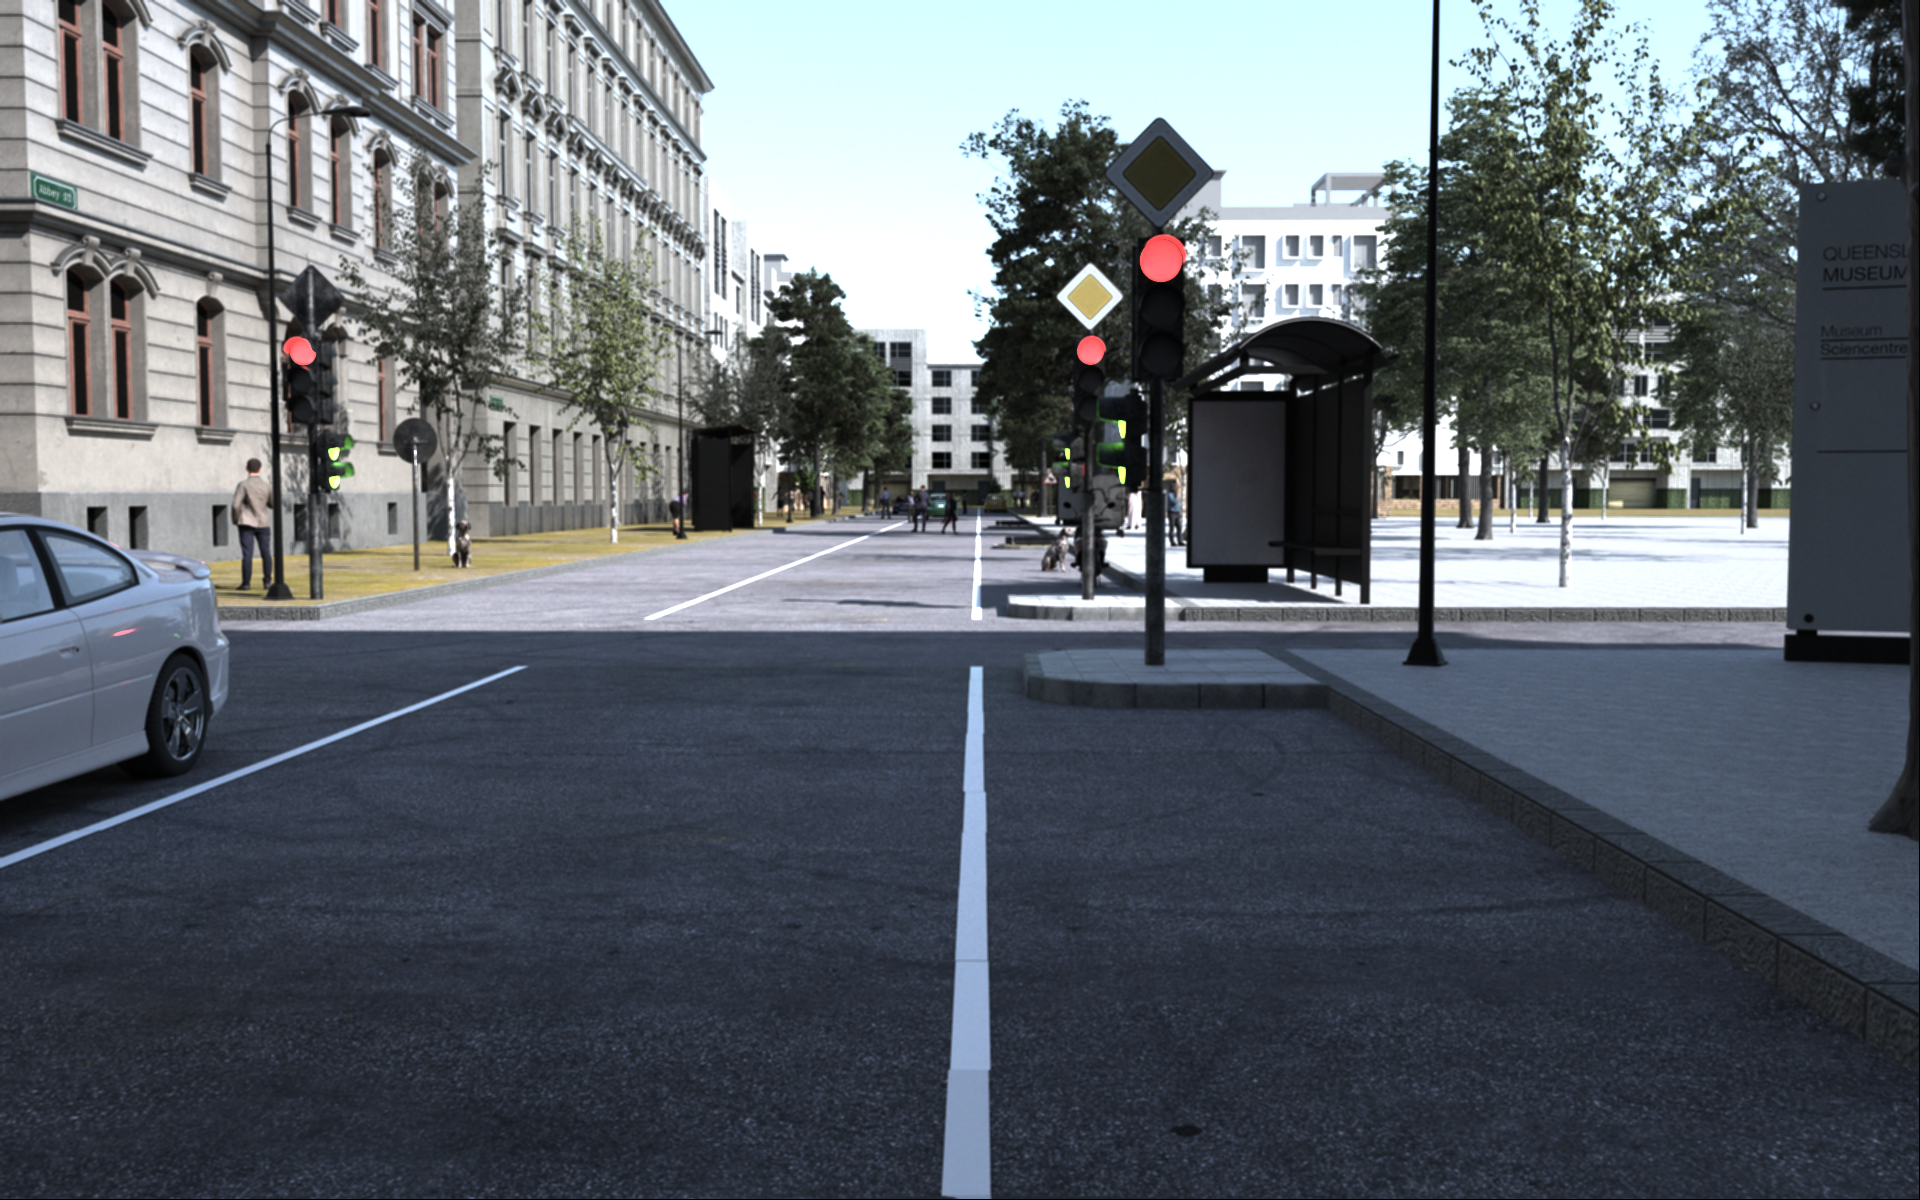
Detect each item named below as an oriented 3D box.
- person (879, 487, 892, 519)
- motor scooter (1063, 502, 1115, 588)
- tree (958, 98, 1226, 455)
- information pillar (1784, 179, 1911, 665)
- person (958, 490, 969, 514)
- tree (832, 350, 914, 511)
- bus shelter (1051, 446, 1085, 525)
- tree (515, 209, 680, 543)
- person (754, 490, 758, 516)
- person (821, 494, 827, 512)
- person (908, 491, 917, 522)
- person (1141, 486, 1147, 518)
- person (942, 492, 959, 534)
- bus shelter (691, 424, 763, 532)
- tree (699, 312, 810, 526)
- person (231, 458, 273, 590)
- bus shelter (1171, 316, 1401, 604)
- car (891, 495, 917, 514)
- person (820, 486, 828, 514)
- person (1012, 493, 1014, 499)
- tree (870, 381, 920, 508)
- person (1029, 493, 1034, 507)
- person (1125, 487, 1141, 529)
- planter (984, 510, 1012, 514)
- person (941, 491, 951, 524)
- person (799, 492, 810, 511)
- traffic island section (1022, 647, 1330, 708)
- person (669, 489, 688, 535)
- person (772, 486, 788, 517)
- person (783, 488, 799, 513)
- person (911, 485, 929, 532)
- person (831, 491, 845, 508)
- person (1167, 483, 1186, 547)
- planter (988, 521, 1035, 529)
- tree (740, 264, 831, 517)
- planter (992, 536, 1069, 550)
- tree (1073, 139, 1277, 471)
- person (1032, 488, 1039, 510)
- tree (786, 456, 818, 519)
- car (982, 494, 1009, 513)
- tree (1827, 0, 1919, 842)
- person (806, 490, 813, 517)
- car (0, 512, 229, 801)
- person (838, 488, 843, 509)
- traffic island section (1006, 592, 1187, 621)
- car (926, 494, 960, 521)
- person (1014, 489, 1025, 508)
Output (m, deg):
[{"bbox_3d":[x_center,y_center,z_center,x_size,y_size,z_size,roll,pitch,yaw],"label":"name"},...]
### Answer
[{"bbox_3d":[-4.261,-5.528,98.757,0.709,1.838,0.599,-1,4,-14],"label":"person"},{"bbox_3d":[2.018,-0.868,26.964,0.815,1.314,1.986,0,4,2],"label":"motor scooter"},{"bbox_3d":[6.116,-13.770,81.032,12.611,20.169,13.585,0,3,0],"label":"tree"},{"bbox_3d":[7.149,-1.326,12.989,1.656,3.620,0.184,1,4,20],"label":"information pillar"},{"bbox_3d":[0.266,-6.989,123.483,0.721,1.736,1.217,2,4,34],"label":"person"},{"bbox_3d":[-7.071,-12.709,129.844,6.751,12.117,7.091,0,3,0],"label":"tree"},{"bbox_3d":[4.732,-4.575,68.724,2.014,3.302,5.546,0,4,1],"label":"bus shelter"},{"bbox_3d":[-9.077,-5.761,44.552,4.737,8.622,4.395,0,3,0],"label":"tree"},{"bbox_3d":[-12.383,-5.922,102.803,1.348,1.831,0.705,3,5,42],"label":"person"},{"bbox_3d":[-10.255,-7.345,126.128,1.348,1.824,0.705,1,4,18],"label":"person"},{"bbox_3d":[-2.424,-4.715,87.647,0.516,1.574,0.319,-3,4,-36],"label":"person"},{"bbox_3d":[9.974,-5.216,92.131,0.742,1.727,0.445,1,4,22],"label":"person"},{"bbox_3d":[-0.350,-3.104,61.795,0.613,1.512,0.480,0,4,-3],"label":"person"},{"bbox_3d":[-8.201,-4.294,61.485,1.731,3.624,6.357,0,4,0],"label":"bus shelter"},{"bbox_3d":[-8.157,-7.346,70.472,4.360,8.622,3.978,0,3,0],"label":"tree"},{"bbox_3d":[-9.548,-1.026,23.342,0.617,1.759,0.750,-2,4,-34],"label":"person"},{"bbox_3d":[4.040,-1.750,22.539,2.014,3.302,5.546,0,4,1],"label":"bus shelter"},{"bbox_3d":[-3.883,-6.781,123.448,1.945,1.354,3.894,0,4,1],"label":"car"},{"bbox_3d":[-9.064,-6.532,112.846,0.705,1.822,1.348,3,5,44],"label":"person"},{"bbox_3d":[5.268,-9.716,165.833,0.756,1.711,0.436,-1,4,-9],"label":"person"},{"bbox_3d":[-7.458,-14.166,157.373,9.928,11.665,9.643,0,3,0],"label":"tree"},{"bbox_3d":[7.101,-9.957,172.064,0.991,1.433,0.599,-3,5,-39],"label":"person"},{"bbox_3d":[6.339,-3.444,63.015,0.551,1.740,0.621,-3,4,-38],"label":"person"},{"bbox_3d":[2.708,-6.220,122.828,1.991,0.319,1.994,0,4,1],"label":"planter"},{"bbox_3d":[-0.622,-4.506,84.042,0.662,1.594,0.647,-1,4,-18],"label":"person"},{"bbox_3d":[-11.580,-7.365,129.716,1.065,1.426,0.557,1,4,10],"label":"person"},{"bbox_3d":[1.487,0.565,13.036,2.009,0.180,2.903,0,4,1],"label":"traffic island section"},{"bbox_3d":[-8.737,-2.725,53.825,0.421,1.427,0.697,3,4,38],"label":"person"},{"bbox_3d":[-10.164,-5.590,98.227,1.217,1.735,0.721,2,4,31],"label":"person"},{"bbox_3d":[-11.640,-6.874,119.147,1.217,1.736,0.721,0,4,-7],"label":"person"},{"bbox_3d":[-1.546,-3.495,66.093,0.683,1.767,0.568,-2,4,-28],"label":"person"},{"bbox_3d":[-11.170,-9.349,158.990,1.348,1.812,0.705,1,4,10],"label":"person"},{"bbox_3d":[5.249,-2.075,42.184,0.499,1.552,0.429,-2,4,-25],"label":"person"},{"bbox_3d":[2.147,-3.153,72.685,1.991,0.319,1.994,0,4,1],"label":"planter"},{"bbox_3d":[-8.049,-11.446,94.558,7.806,13.903,7.818,0,3,0],"label":"tree"},{"bbox_3d":[1.849,-1.501,45.677,1.991,0.319,1.994,0,4,1],"label":"planter"},{"bbox_3d":[4.176,-5.218,35.682,4.360,8.622,3.978,0,3,0],"label":"tree"},{"bbox_3d":[6.146,-8.200,140.638,0.617,1.759,0.750,1,4,9],"label":"person"},{"bbox_3d":[-8.066,-5.736,88.378,1.663,3.219,1.824,0,3,0],"label":"tree"},{"bbox_3d":[2.723,-7.492,132.722,2.015,1.641,3.980,0,4,1],"label":"car"},{"bbox_3d":[3.616,-6.050,6.333,7.806,13.903,7.818,0,3,0],"label":"tree"},{"bbox_3d":[-8.163,-5.325,95.325,0.614,1.554,0.590,2,4,23],"label":"person"},{"bbox_3d":[-4.878,0.298,7.491,2.083,1.381,4.827,0,4,0],"label":"car"},{"bbox_3d":[-10.423,-8.672,147.834,0.705,1.823,1.348,2,4,31],"label":"person"},{"bbox_3d":[1.576,0.077,21.020,2.009,0.180,2.903,0,4,1],"label":"traffic island section"},{"bbox_3d":[-1.038,-4.975,93.135,2.131,1.459,4.920,0,4,-1],"label":"car"},{"bbox_3d":[5.519,-9.069,155.263,0.756,1.711,0.436,1,4,11],"label":"person"}]
